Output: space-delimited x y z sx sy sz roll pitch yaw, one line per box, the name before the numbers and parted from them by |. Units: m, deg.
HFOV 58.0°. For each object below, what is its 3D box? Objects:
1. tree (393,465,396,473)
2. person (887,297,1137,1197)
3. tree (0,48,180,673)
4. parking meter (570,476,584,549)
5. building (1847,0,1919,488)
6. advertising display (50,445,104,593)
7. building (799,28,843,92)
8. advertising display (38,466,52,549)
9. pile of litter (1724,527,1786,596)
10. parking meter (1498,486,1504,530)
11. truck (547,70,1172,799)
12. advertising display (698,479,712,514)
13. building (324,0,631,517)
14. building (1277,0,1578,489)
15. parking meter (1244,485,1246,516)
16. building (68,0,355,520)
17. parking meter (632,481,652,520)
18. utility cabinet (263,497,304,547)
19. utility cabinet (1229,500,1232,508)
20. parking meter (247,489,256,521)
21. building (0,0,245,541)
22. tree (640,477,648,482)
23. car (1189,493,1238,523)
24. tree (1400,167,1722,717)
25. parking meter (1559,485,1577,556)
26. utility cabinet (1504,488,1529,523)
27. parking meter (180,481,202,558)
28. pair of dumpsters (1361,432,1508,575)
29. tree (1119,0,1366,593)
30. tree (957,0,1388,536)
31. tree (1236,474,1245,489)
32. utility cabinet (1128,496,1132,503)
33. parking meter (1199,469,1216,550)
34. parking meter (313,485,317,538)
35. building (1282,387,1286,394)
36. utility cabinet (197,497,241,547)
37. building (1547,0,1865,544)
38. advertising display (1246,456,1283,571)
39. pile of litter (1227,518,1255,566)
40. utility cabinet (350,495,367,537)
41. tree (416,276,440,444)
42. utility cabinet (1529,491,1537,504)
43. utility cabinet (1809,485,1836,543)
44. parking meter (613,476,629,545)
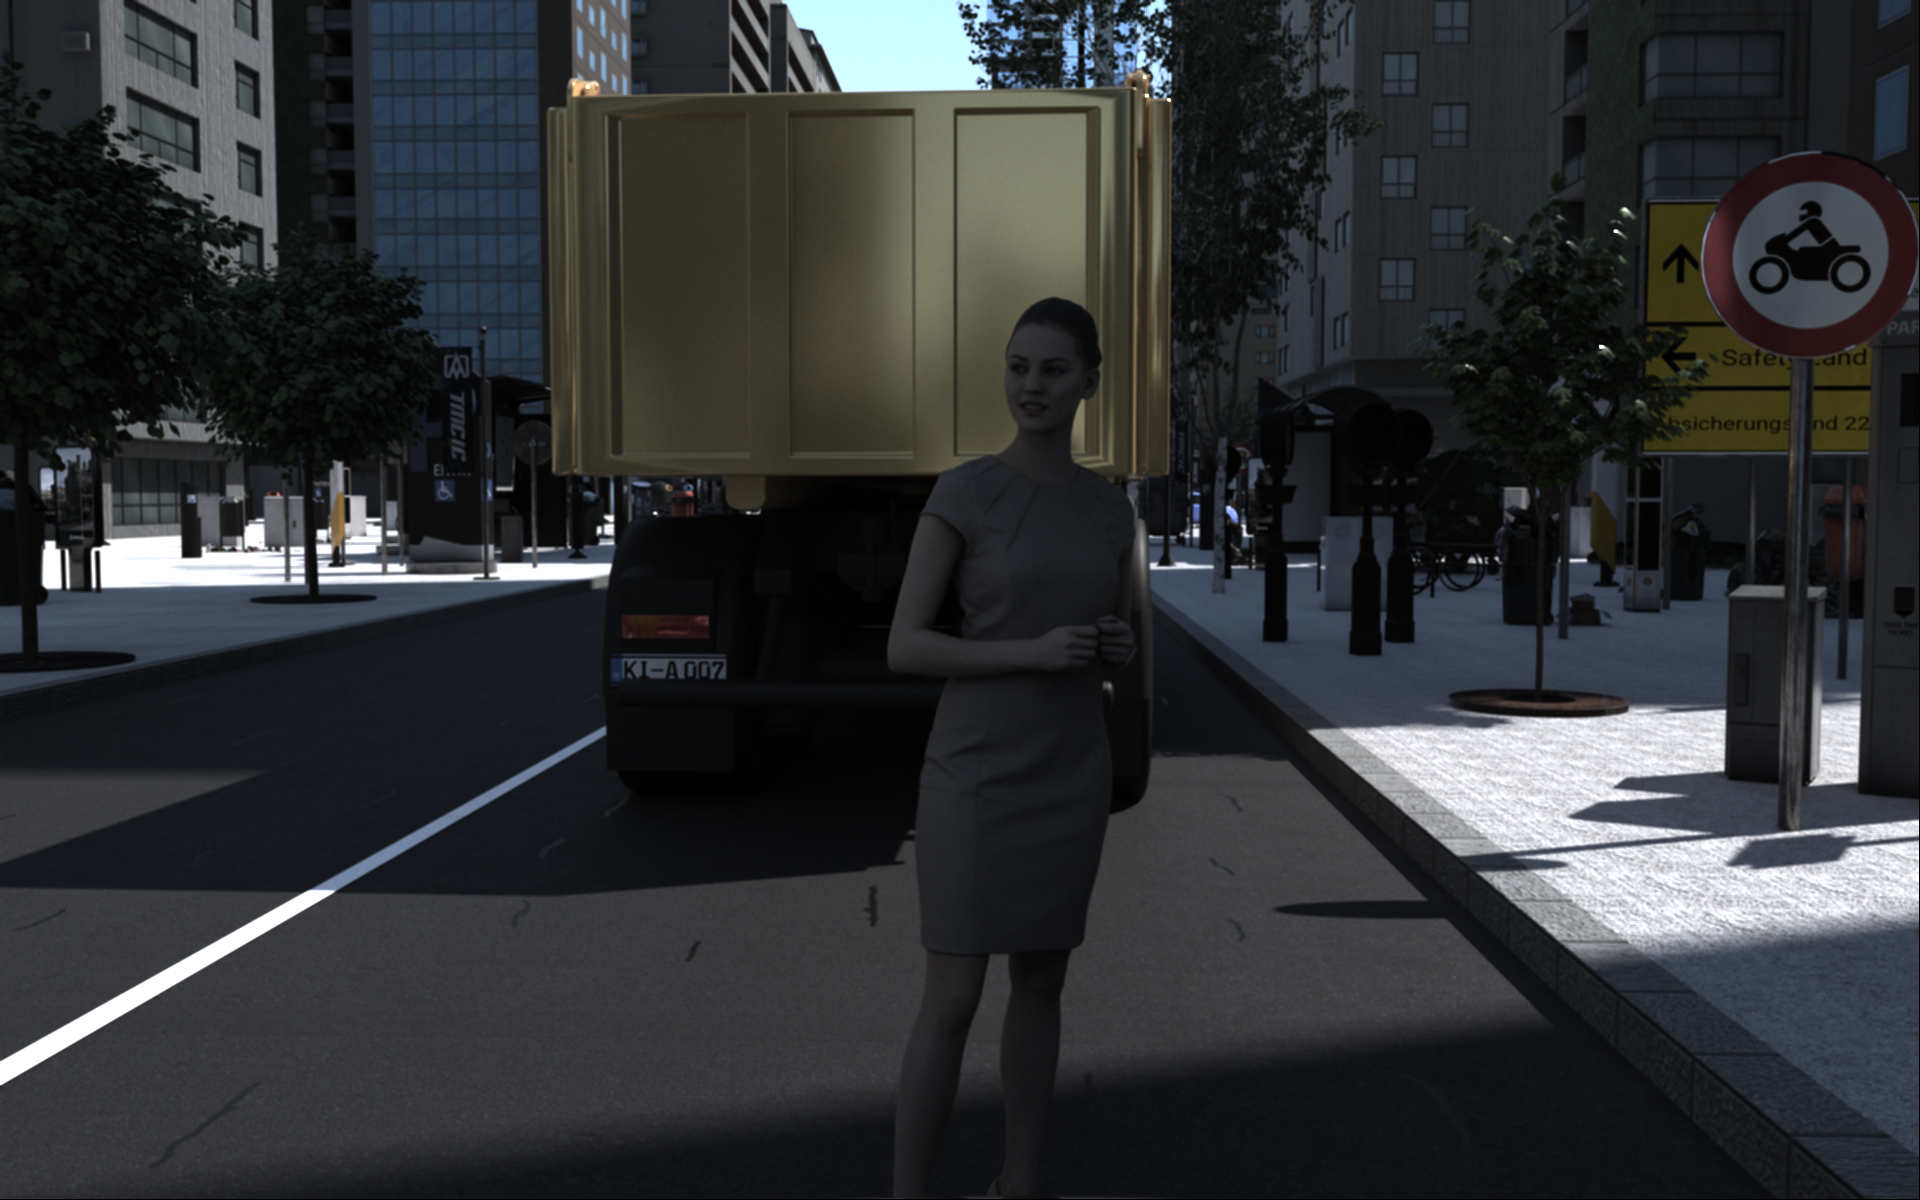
tree | -16.694 -3.586 53.235 1.663 3.219 1.824 0 3 0
person | 0.108 0.351 3.098 0.599 1.781 0.374 -2 4 -27
tree | -7.091 -1.792 13.014 4.285 4.588 4.351 0 3 0
parking meter | -9.015 -2.143 40.754 0.255 1.863 0.399 -1 4 -21
building | 24.301 -23.007 26.269 14.600 45.320 14.200 0 4 2
advertising display | -11.577 -1.073 22.752 0.974 1.923 0.123 2 4 35
building | -28.194 -37.569 203.487 27.495 52.752 28.713 0 4 2
advertising display | -20.879 -2.147 40.313 0.974 1.923 0.123 -2 4 -28
pile of litter | 10.505 -0.488 21.945 1.719 0.858 1.176 0 4 4
parking meter | 15.937 -2.628 51.372 0.372 1.533 0.369 0 3 0
truck | -0.110 -0.972 11.823 3.469 3.379 9.791 0 4 4
advertising display | -7.231 -2.673 48.914 0.123 1.923 0.974 -2 4 -30
building | -27.543 -27.566 100.809 14.600 45.320 14.200 0 4 2
building | 34.304 -31.514 104.494 27.495 52.752 28.713 0 4 2
parking meter | 16.516 -5.729 99.387 0.255 1.863 0.399 3 5 39
building | -40.938 -20.172 101.519 14.107 30.474 14.160 0 4 2
parking meter | -5.934 -1.463 32.335 0.372 1.533 0.369 0 3 0
utility cabinet | -16.384 -1.897 42.176 1.020 1.237 0.306 -1 4 -10
utility cabinet | 12.583 -4.423 83.473 1.020 1.237 0.306 2 4 35
parking meter | -34.184 -4.597 83.569 0.372 1.533 0.369 0 3 0
building | -29.854 -17.250 53.740 14.107 30.474 14.160 0 4 2
tree | -15.914 -5.857 90.362 1.663 3.219 1.824 0 3 0
car | 10.125 -3.984 74.723 3.694 1.707 1.945 0 4 0
tree | 3.615 -0.961 10.308 1.663 3.219 1.824 0 3 0
parking meter | 12.477 -1.826 35.569 0.255 1.863 0.399 0 4 4
utility cabinet | 19.287 -3.191 60.844 0.318 1.500 1.173 -3 4 -36
parking meter | -15.468 -1.616 34.832 0.372 1.533 0.369 0 3 0
pair of dumpsters | 8.007 -1.651 29.480 1.574 2.255 4.437 0 4 2
tree | 3.242 -4.405 22.379 4.360 8.622 3.978 0 3 0
tree | 7.054 -12.014 52.311 12.611 20.169 13.585 0 3 0
tree | 22.973 -9.198 134.094 4.285 4.588 4.351 0 3 0
utility cabinet | 4.757 -2.574 53.249 1.020 1.237 0.306 1 4 17
parking meter | 5.705 -2.075 39.639 0.399 1.863 0.255 3 5 39
parking meter | -19.020 -2.584 50.665 0.372 1.533 0.369 0 3 0
building | 32.148 -29.294 129.064 14.600 45.320 14.200 0 4 2
utility cabinet | -18.196 -1.916 42.484 1.020 1.237 0.306 0 4 3
building | 24.291 -22.319 48.510 14.154 41.232 14.086 0 4 2
advertising display | 5.101 -1.459 29.068 0.123 1.923 0.974 -1 4 -21
pile of litter | 5.193 -1.077 31.582 1.176 0.858 1.719 2 4 23
utility cabinet | -18.199 -2.490 51.865 0.306 1.237 1.020 1 4 14
tree | -7.800 -2.274 20.886 4.285 4.588 4.351 0 3 0
utility cabinet | 23.011 -3.731 69.686 0.318 1.500 1.173 -2 4 -26
utility cabinet | 20.285 -1.943 40.449 1.173 1.500 0.318 -1 4 -16
parking meter | -8.574 -2.332 43.836 0.255 1.863 0.399 1 4 14
